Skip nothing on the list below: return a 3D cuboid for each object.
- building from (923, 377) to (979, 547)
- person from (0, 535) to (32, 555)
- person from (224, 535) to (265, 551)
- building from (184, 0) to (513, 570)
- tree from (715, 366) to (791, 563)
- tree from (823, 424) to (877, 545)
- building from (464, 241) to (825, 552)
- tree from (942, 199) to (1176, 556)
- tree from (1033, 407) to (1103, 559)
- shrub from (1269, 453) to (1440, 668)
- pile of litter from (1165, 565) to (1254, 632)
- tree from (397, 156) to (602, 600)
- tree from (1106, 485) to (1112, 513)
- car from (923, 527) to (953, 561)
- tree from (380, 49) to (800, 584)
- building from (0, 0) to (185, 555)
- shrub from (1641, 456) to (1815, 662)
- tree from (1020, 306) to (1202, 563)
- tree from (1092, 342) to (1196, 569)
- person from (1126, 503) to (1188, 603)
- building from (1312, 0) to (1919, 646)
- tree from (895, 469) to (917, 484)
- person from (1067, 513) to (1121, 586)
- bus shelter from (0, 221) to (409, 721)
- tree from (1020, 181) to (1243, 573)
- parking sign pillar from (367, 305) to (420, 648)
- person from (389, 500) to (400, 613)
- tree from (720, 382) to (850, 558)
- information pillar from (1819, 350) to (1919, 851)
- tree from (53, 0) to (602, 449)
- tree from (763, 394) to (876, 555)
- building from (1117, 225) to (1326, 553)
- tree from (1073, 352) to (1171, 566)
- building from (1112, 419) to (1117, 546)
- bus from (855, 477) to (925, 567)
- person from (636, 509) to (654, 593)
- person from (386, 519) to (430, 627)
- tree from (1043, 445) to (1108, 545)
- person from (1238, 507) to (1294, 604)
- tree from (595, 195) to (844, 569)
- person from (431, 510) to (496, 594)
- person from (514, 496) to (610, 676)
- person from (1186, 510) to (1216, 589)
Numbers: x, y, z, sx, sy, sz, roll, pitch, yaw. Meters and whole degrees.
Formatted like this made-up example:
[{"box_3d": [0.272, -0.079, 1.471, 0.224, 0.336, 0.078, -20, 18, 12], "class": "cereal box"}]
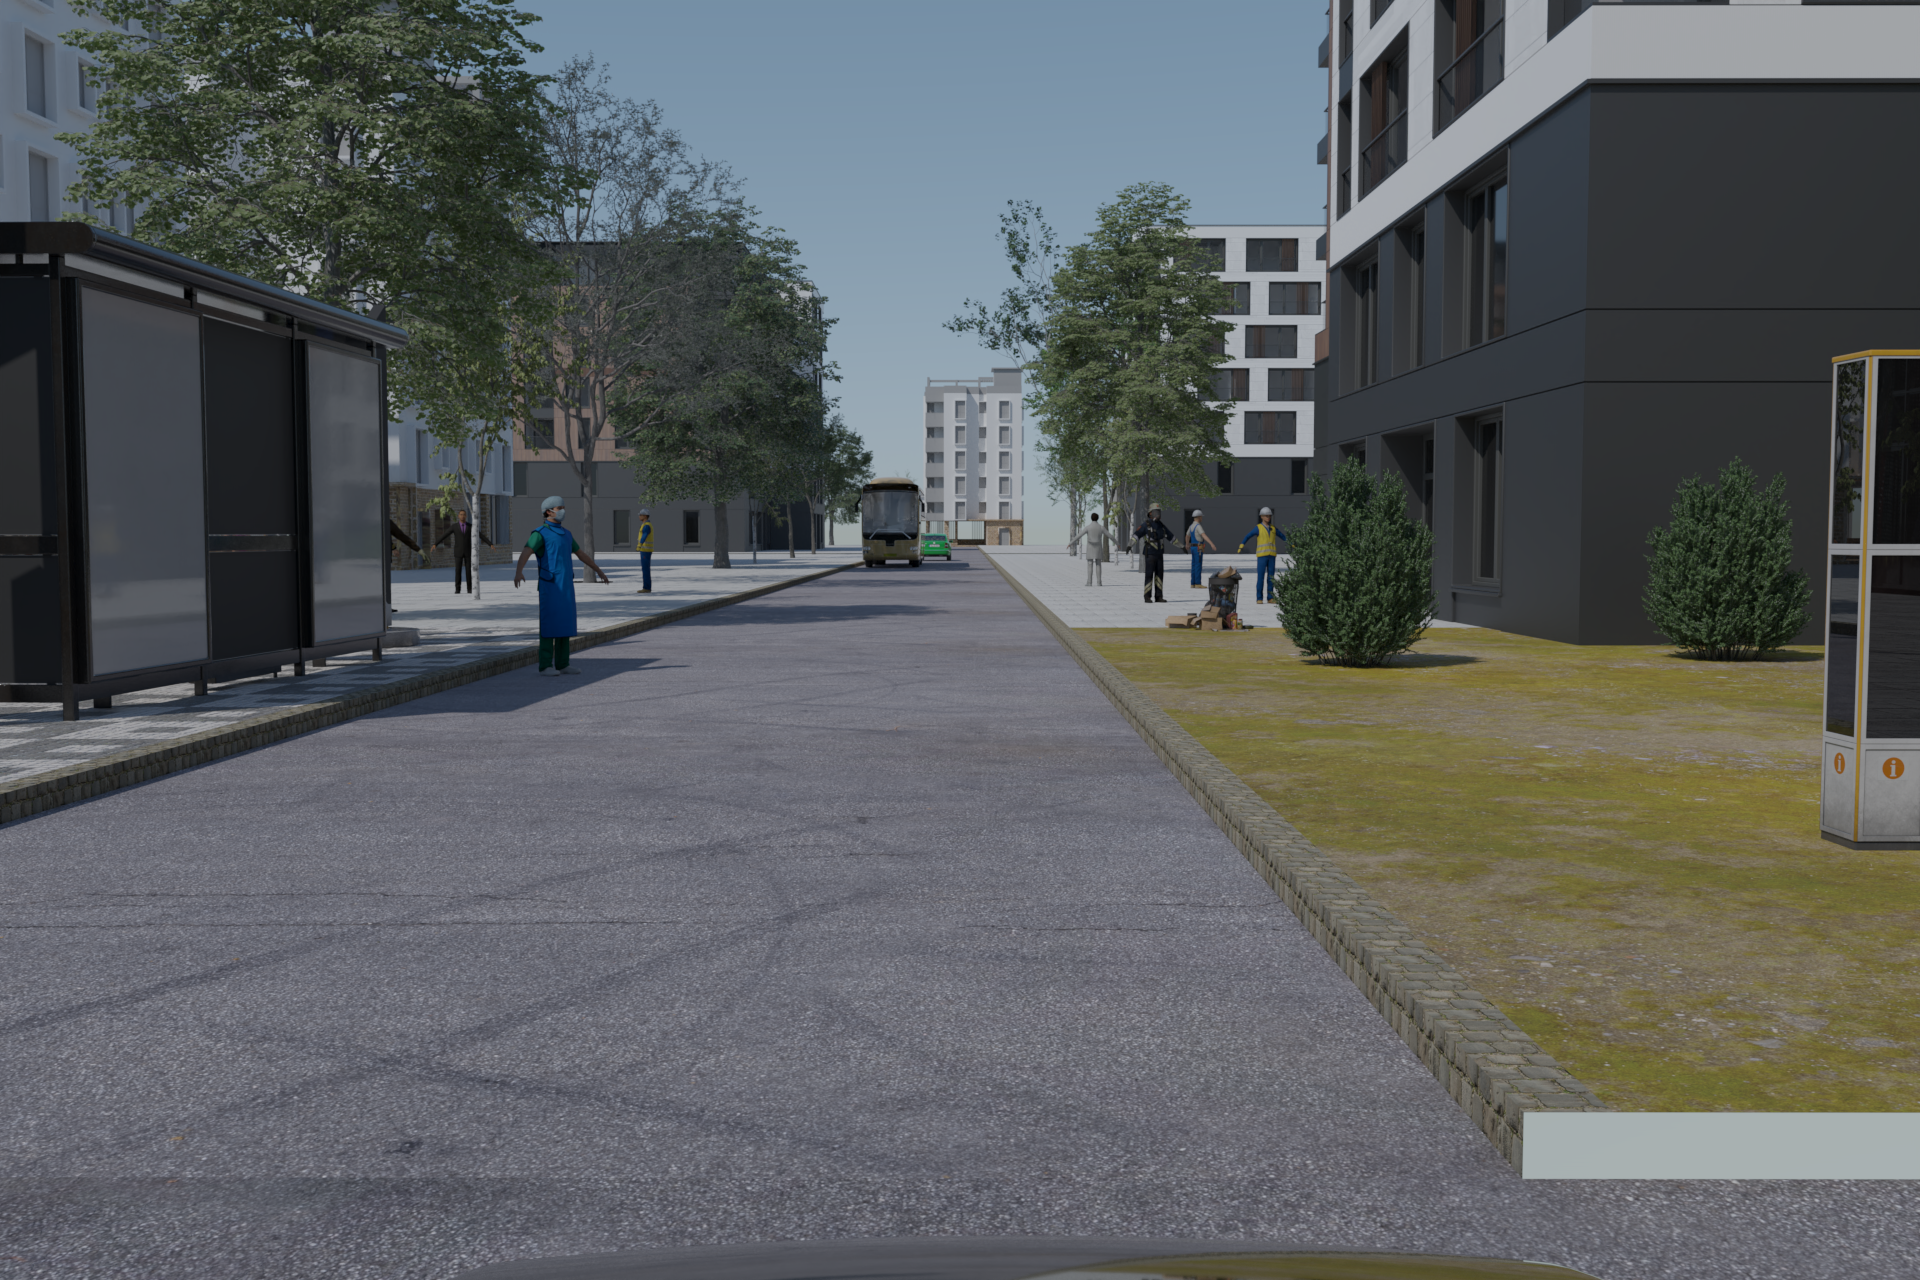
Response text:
[{"box_3d": [-3.909, -20.920, 200.915, 11.380, 20.090, 16.016, 0, 4, 0], "class": "building"}, {"box_3d": [-12.274, -0.982, 22.185, 1.348, 1.813, 0.705, 2, 4, 35], "class": "person"}, {"box_3d": [-15.171, -1.823, 36.602, 0.721, 1.733, 1.217, 1, 4, 21], "class": "person"}, {"box_3d": [-24.394, -12.590, 62.272, 16.016, 20.090, 11.380, 0, 4, -1], "class": "building"}, {"box_3d": [-8.939, -7.658, 75.575, 4.360, 8.622, 3.978, 0, 3, 0], "class": "tree"}, {"box_3d": [-14.381, -17.628, 194.868, 9.857, 13.997, 8.962, 0, 3, 0], "class": "tree"}, {"box_3d": [-25.812, -17.947, 137.402, 27.936, 21.610, 32.646, 0, 4, 0], "class": "building"}, {"box_3d": [5.132, -14.921, 99.853, 12.611, 20.169, 13.585, 0, 3, 0], "class": "tree"}, {"box_3d": [6.327, -8.386, 87.481, 4.360, 8.622, 3.978, 0, 3, 0], "class": "tree"}, {"box_3d": [3.842, -0.785, 16.873, 1.661, 2.075, 1.752, 0, 3, 0], "class": "shrub"}, {"box_3d": [3.376, -0.587, 23.561, 1.176, 0.858, 1.719, 0, 3, 0], "class": "pile of litter"}, {"box_3d": [-9.363, -5.104, 33.812, 4.737, 8.622, 4.395, 0, 3, 0], "class": "tree"}, {"box_3d": [18.197, -14.932, 194.492, 4.737, 8.622, 4.395, 0, 3, 0], "class": "tree"}, {"box_3d": [-1.350, -5.198, 93.782, 1.959, 1.807, 4.718, 0, 4, 0], "class": "car"}, {"box_3d": [-9.782, -8.231, 44.941, 12.009, 13.543, 11.850, 0, 3, 0], "class": "tree"}, {"box_3d": [-27.600, -11.096, 37.837, 16.016, 20.090, 11.380, 0, 4, 0], "class": "building"}, {"box_3d": [7.824, -0.832, 17.639, 1.661, 2.075, 1.752, 0, 3, 0], "class": "shrub"}, {"box_3d": [6.753, -9.308, 77.936, 9.928, 11.665, 9.643, 0, 3, 0], "class": "tree"}, {"box_3d": [6.495, -6.958, 64.128, 4.737, 8.622, 4.395, 0, 3, 0], "class": "tree"}, {"box_3d": [3.633, -1.620, 32.274, 1.354, 1.856, 0.705, -2, 4, -27], "class": "person"}, {"box_3d": [21.082, -11.710, 35.432, 27.936, 21.610, 32.646, 0, 4, 0], "class": "building"}, {"box_3d": [-6.005, -14.954, 194.853, 4.360, 8.622, 3.978, 0, 3, 0], "class": "tree"}, {"box_3d": [3.293, -2.221, 42.493, 1.347, 1.806, 0.705, 0, 4, -6], "class": "person"}, {"box_3d": [-6.811, -2.175, 13.186, 2.179, 5.291, 8.768, 0, 4, 2], "class": "bus shelter"}, {"box_3d": [5.694, -8.465, 56.528, 7.486, 12.596, 7.792, 0, 3, 0], "class": "tree"}, {"box_3d": [-6.971, -1.918, 19.828, 1.447, 3.967, 1.447, 0, 4, 2], "class": "parking sign pillar"}, {"box_3d": [-9.384, -1.365, 28.247, 0.705, 1.837, 1.347, 0, 4, -7], "class": "person"}, {"box_3d": [-9.293, -9.660, 92.355, 7.601, 10.594, 8.767, 0, 4, 3], "class": "tree"}, {"box_3d": [3.770, -0.159, 7.098, 0.304, 2.012, 0.304, 0, 3, 0], "class": "information pillar"}, {"box_3d": [-9.135, -6.579, 25.690, 7.486, 12.596, 7.792, 0, 3, 0], "class": "tree"}, {"box_3d": [-9.077, -10.661, 108.712, 8.767, 10.594, 7.601, 1, 4, 14], "class": "tree"}, {"box_3d": [25.633, -17.551, 130.930, 27.936, 21.610, 32.646, 0, 3, 0], "class": "building"}, {"box_3d": [6.135, -7.334, 70.272, 4.360, 8.622, 3.978, 0, 3, 0], "class": "tree"}, {"box_3d": [24.574, -18.436, 167.879, 16.747, 18.905, 31.486, 0, 3, 0], "class": "building"}, {"box_3d": [-2.933, -5.294, 78.110, 2.896, 3.916, 12.252, 0, 4, 0], "class": "bus"}, {"box_3d": [-6.894, -1.948, 37.812, 0.705, 1.833, 1.349, 0, 4, -5], "class": "person"}, {"box_3d": [-7.277, -0.942, 21.537, 1.346, 1.812, 0.704, -3, 4, -37], "class": "person"}, {"box_3d": [13.687, -16.852, 201.282, 9.928, 11.665, 9.643, 0, 3, 0], "class": "tree"}, {"box_3d": [5.646, -1.547, 31.763, 1.216, 1.772, 0.721, -1, 4, -16], "class": "person"}, {"box_3d": [-8.951, -9.624, 64.004, 9.857, 13.997, 8.962, 0, 3, 0], "class": "tree"}, {"box_3d": [-10.681, -1.898, 37.251, 1.346, 1.802, 0.704, -1, 4, -20], "class": "person"}, {"box_3d": [-4.088, -0.551, 17.595, 0.704, 1.817, 1.347, 2, 4, 29], "class": "person"}, {"box_3d": [5.611, -2.136, 40.785, 0.705, 1.847, 1.347, -1, 4, -21], "class": "person"}]
